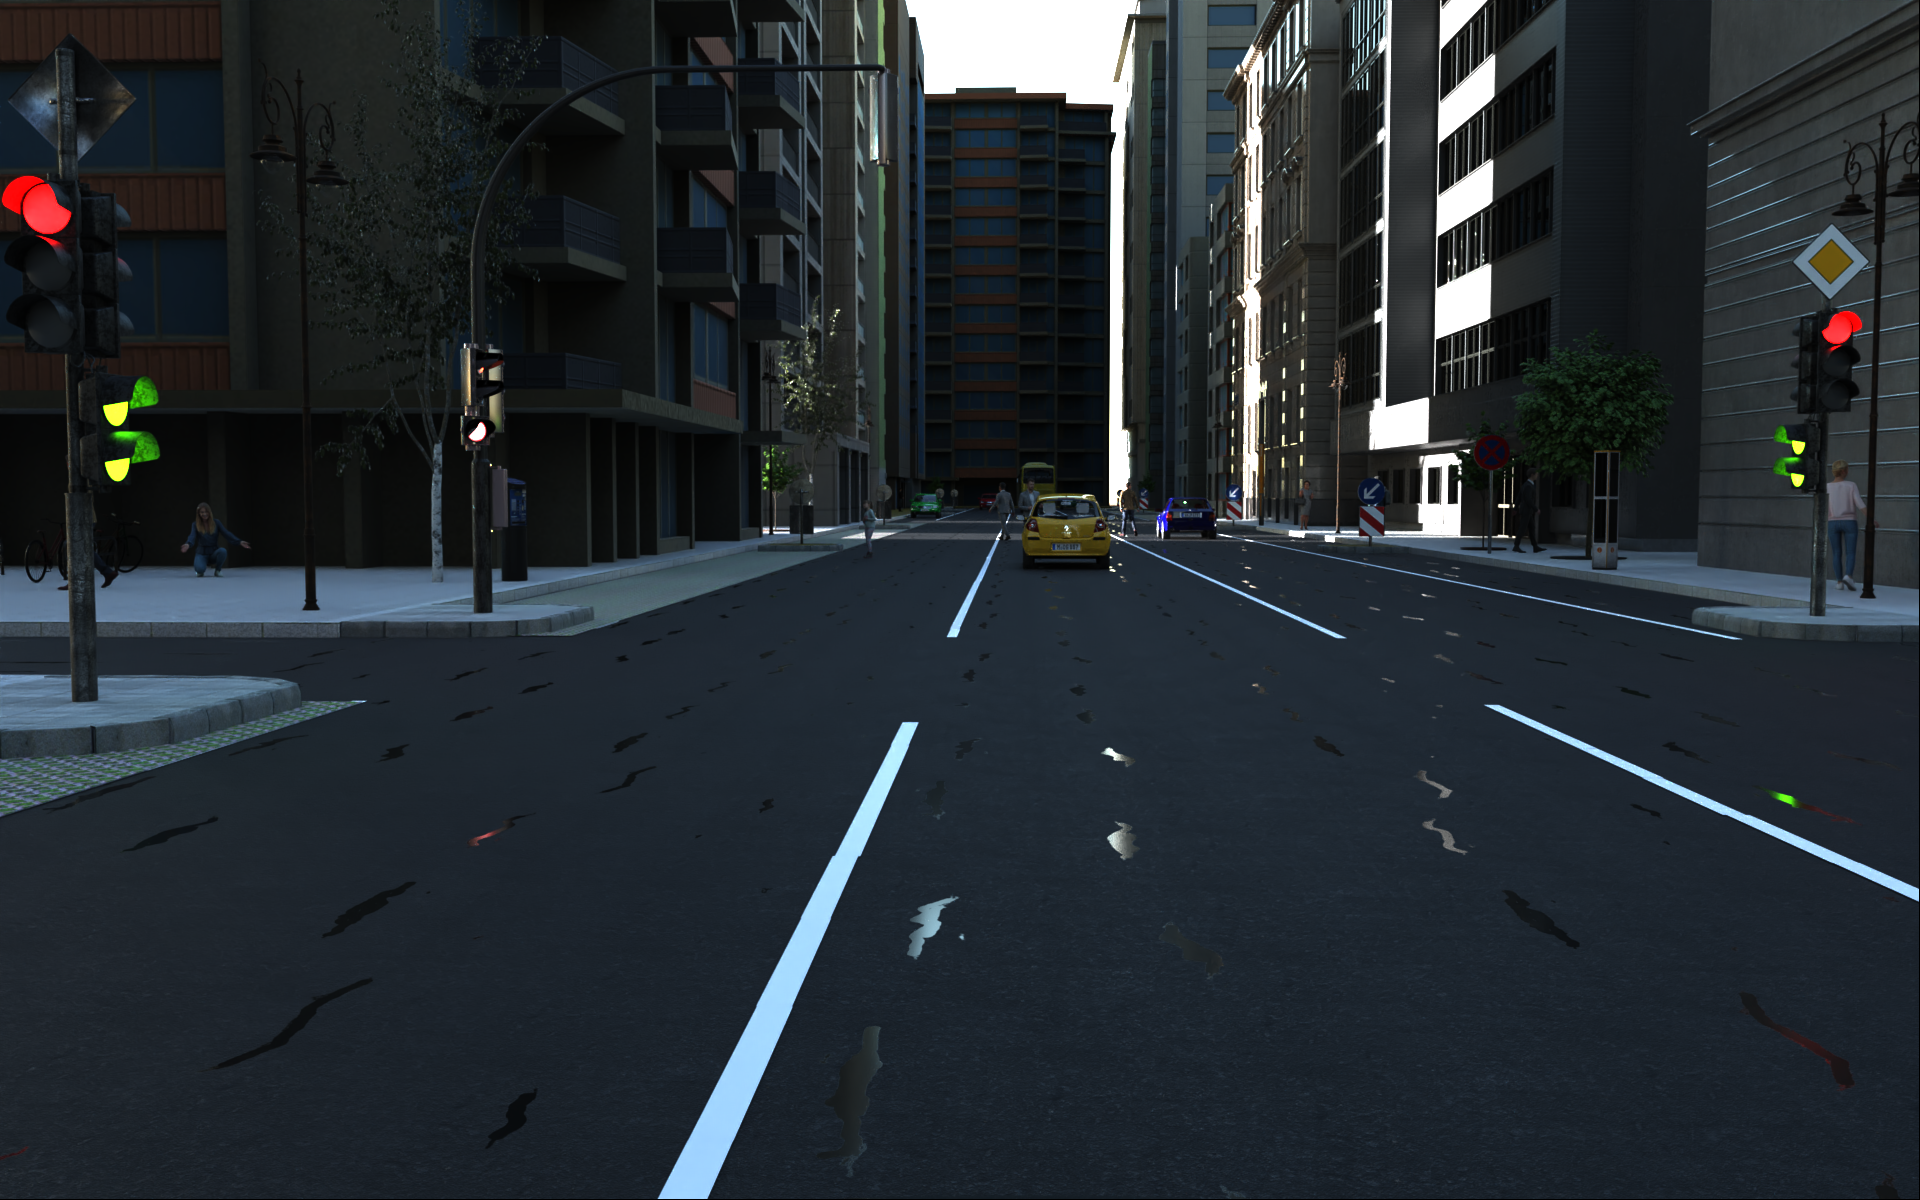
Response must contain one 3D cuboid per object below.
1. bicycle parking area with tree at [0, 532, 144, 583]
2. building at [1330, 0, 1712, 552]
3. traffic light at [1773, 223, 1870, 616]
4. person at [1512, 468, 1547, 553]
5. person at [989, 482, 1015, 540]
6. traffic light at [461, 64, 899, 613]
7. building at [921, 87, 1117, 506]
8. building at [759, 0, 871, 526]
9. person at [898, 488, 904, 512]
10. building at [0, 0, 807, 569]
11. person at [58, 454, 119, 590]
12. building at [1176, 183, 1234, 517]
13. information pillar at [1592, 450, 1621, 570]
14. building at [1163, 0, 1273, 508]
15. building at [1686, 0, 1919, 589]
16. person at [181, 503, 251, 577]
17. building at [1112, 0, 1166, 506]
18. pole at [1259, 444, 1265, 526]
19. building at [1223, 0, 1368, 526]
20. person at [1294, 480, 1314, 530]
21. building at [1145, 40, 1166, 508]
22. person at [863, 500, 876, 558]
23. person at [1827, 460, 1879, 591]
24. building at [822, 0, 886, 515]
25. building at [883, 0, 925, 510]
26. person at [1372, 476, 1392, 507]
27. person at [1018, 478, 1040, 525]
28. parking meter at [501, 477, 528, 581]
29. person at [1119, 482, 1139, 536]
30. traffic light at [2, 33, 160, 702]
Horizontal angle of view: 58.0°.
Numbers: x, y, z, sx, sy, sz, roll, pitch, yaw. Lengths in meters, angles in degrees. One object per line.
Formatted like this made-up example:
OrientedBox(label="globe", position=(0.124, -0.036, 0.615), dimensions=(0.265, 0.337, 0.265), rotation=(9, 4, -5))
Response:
OrientedBox(label="bicycle parking area with tree", position=(-16.714, -2.287, 24.389), dimensions=(8.231, 4.147, 9.016), rotation=(1, 4, 10))
OrientedBox(label="building", position=(20.971, -14.268, 52.350), dimensions=(14.314, 24.678, 30.058), rotation=(0, 4, 2))
OrientedBox(label="traffic light", position=(9.017, -1.787, 18.135), dimensions=(0.839, 4.253, 0.868), rotation=(0, 4, 2))
OrientedBox(label="person", position=(12.435, -1.953, 37.745), dimensions=(0.755, 1.850, 0.659), rotation=(1, 4, 11))
OrientedBox(label="person", position=(1.346, -2.751, 53.746), dimensions=(0.678, 1.792, 0.850), rotation=(-2, 4, -34))
OrientedBox(label="traffic light", position=(-3.043, -2.685, 18.568), dimensions=(4.771, 5.953, 1.251), rotation=(0, 4, 2))
OrientedBox(label="building", position=(2.168, -32.713, 189.479), dimensions=(28.867, 44.769, 22.147), rotation=(0, 4, 2))
OrientedBox(label="building", position=(-14.698, -39.074, 77.109), dimensions=(20.563, 71.187, 20.611), rotation=(0, 4, 2))
OrientedBox(label="person", position=(-4.303, -7.349, 127.015), dimensions=(0.721, 1.723, 1.217), rotation=(-1, 4, -16))
OrientedBox(label="building", position=(-15.739, -23.692, 41.990), dimensions=(22.147, 44.769, 28.867), rotation=(0, 4, 2))
OrientedBox(label="person", position=(-11.825, -1.066, 23.386), dimensions=(0.656, 1.842, 0.836), rotation=(3, 4, 38))
OrientedBox(label="building", position=(29.059, -16.241, 110.581), dimensions=(27.650, 21.520, 28.899), rotation=(0, 4, 2))
OrientedBox(label="information pillar", position=(10.936, -1.519, 29.323), dimensions=(0.304, 2.012, 0.304), rotation=(-2, 4, -33))
OrientedBox(label="building", position=(26.940, -36.455, 138.043), dimensions=(21.231, 58.520, 28.212), rotation=(0, 4, 2))
OrientedBox(label="building", position=(24.494, -11.144, 24.009), dimensions=(24.055, 21.916, 13.314), rotation=(0, 4, 2))
OrientedBox(label="person", position=(-11.530, -0.934, 26.805), dimensions=(1.012, 1.151, 0.738), rotation=(-2, 4, -27))
OrientedBox(label="building", position=(31.192, -36.789, 190.738), dimensions=(27.495, 52.752, 28.713), rotation=(0, 4, 2))
OrientedBox(label="pole", position=(12.273, -4.686, 70.458), dimensions=(0.158, 3.312, 0.155), rotation=(0, 3, 0))
OrientedBox(label="building", position=(19.744, -17.295, 80.044), dimensions=(12.463, 27.353, 25.104), rotation=(0, 4, 2))
OrientedBox(label="person", position=(12.420, -3.429, 62.462), dimensions=(0.716, 1.782, 0.532), rotation=(-1, 4, -8))
OrientedBox(label="building", position=(24.140, -29.135, 159.950), dimensions=(14.154, 41.232, 14.086), rotation=(0, 4, 2))
OrientedBox(label="person", position=(-2.066, -1.603, 38.992), dimensions=(0.425, 1.301, 0.394), rotation=(3, 5, 39))
OrientedBox(label="person", position=(11.835, -1.001, 23.080), dimensions=(0.731, 1.740, 0.598), rotation=(2, 4, 25))
OrientedBox(label="building", position=(-11.917, -25.548, 101.306), dimensions=(14.154, 41.232, 14.086), rotation=(0, 4, 2))
OrientedBox(label="building", position=(-10.736, -31.277, 161.496), dimensions=(14.200, 45.320, 14.600), rotation=(0, 4, 2))
OrientedBox(label="person", position=(12.503, -2.807, 51.930), dimensions=(0.794, 1.824, 0.713), rotation=(-1, 4, -14))
OrientedBox(label="person", position=(1.697, -1.950, 40.580), dimensions=(0.606, 1.804, 0.583), rotation=(-2, 4, -23))
OrientedBox(label="parking meter", position=(-6.584, -1.049, 25.560), dimensions=(0.372, 1.533, 0.369), rotation=(0, 3, 0))
OrientedBox(label="person", position=(5.796, -3.104, 59.164), dimensions=(0.656, 1.842, 0.836), rotation=(-2, 4, -34))
OrientedBox(label="traffic light", position=(-5.411, -1.327, 10.624), dimensions=(0.839, 4.253, 0.868), rotation=(0, 4, 2))
